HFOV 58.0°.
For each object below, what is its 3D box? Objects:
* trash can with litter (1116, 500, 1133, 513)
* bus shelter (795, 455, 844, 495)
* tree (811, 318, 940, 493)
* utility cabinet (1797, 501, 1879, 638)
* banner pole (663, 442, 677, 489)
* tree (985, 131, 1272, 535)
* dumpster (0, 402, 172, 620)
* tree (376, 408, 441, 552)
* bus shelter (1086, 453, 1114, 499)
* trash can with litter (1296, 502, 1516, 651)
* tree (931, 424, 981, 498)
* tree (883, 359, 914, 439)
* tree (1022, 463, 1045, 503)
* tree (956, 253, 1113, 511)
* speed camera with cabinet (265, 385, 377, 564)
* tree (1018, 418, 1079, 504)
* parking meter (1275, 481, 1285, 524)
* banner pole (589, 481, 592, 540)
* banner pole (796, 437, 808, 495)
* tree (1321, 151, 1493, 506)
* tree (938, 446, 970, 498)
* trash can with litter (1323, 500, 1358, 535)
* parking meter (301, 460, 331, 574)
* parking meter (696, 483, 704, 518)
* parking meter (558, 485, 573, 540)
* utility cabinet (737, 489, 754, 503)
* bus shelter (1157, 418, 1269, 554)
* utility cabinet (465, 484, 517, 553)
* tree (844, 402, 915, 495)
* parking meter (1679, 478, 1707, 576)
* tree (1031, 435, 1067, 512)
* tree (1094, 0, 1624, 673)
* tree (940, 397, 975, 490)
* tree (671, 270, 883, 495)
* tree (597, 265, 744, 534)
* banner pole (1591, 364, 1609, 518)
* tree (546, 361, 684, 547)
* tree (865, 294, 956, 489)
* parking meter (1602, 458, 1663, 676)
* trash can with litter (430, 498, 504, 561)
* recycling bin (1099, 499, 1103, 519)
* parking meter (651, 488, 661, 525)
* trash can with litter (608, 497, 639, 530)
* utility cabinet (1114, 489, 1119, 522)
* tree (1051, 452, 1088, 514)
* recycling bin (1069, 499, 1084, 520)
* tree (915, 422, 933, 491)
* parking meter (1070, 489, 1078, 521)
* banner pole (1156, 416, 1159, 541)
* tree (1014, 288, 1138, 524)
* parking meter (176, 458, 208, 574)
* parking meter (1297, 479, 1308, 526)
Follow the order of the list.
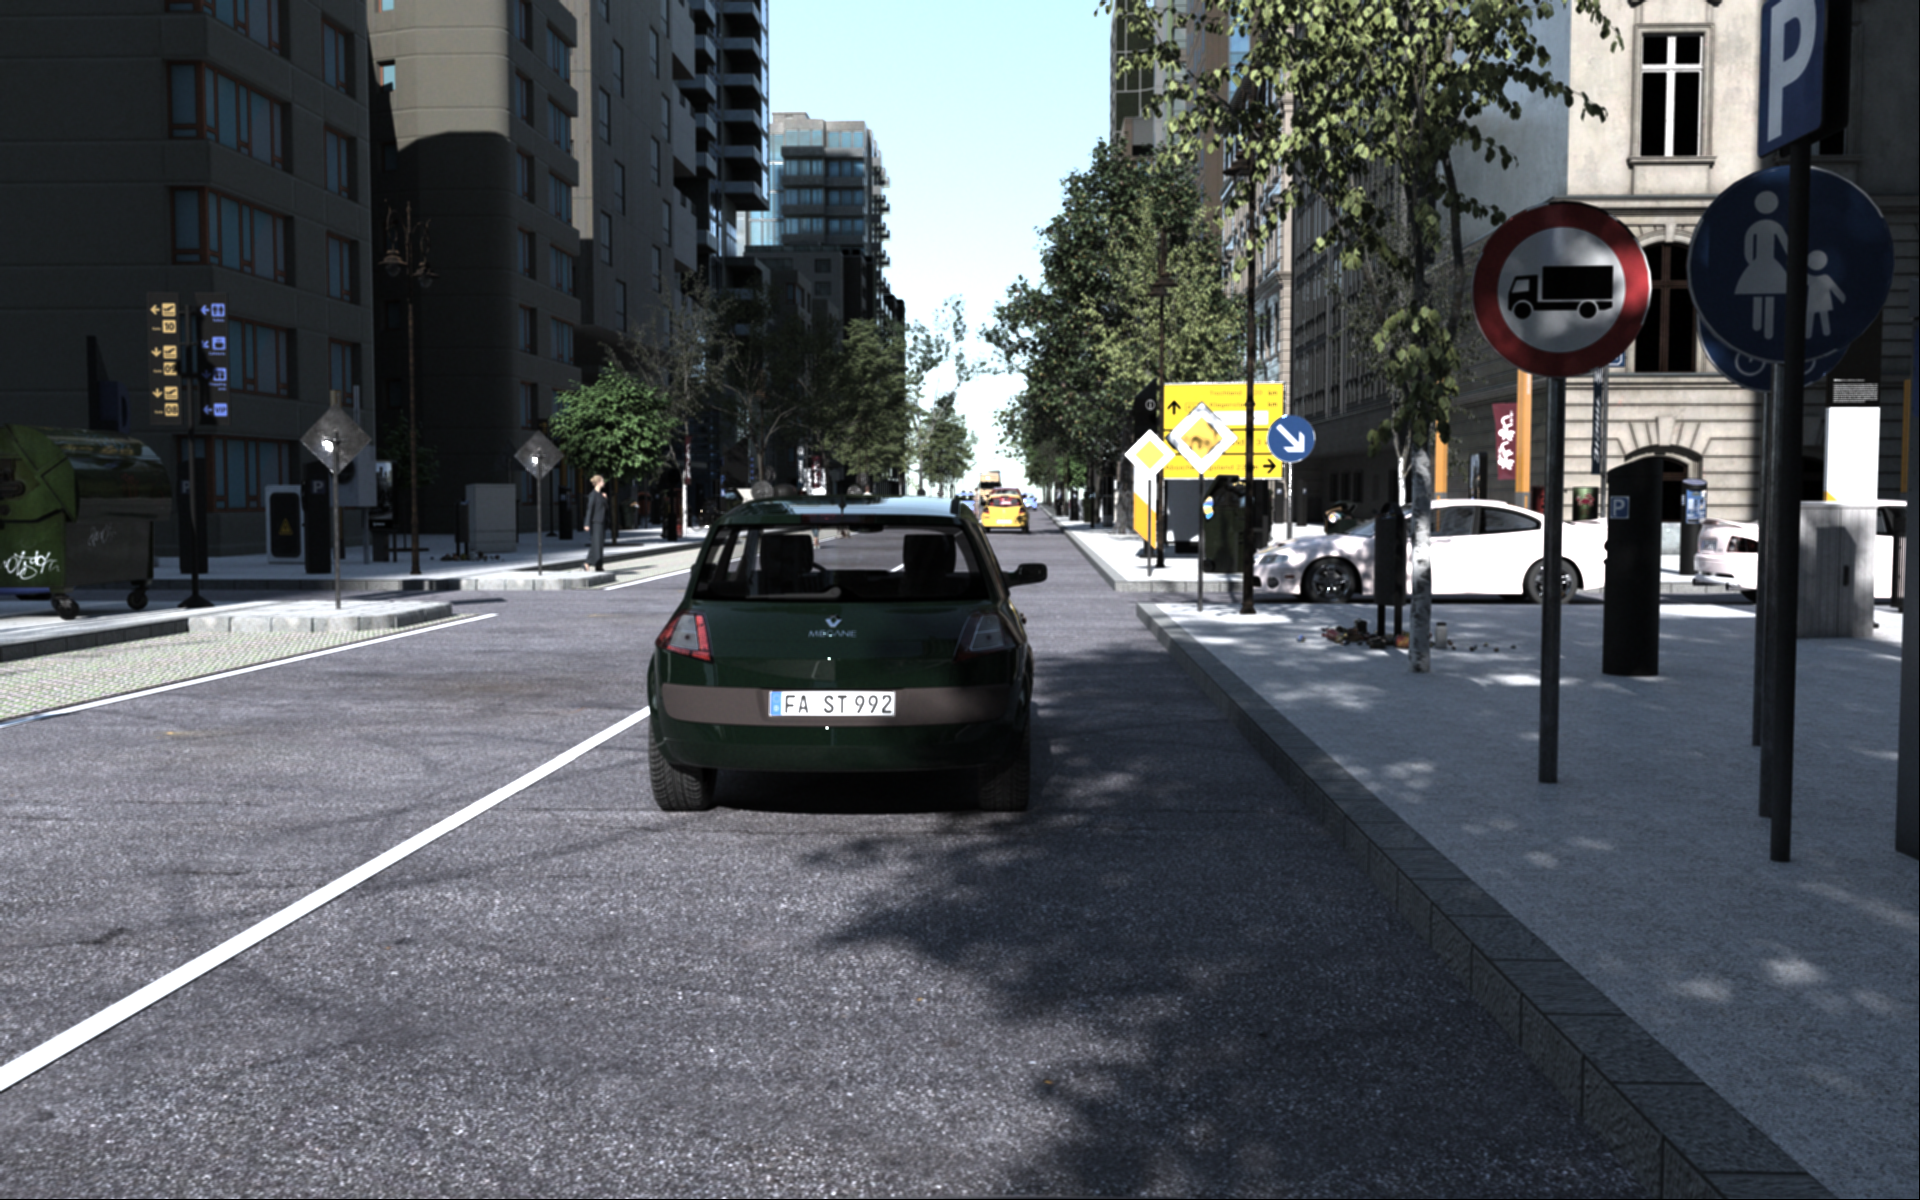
[{"bbox_3d":[6.583,-3.489,68.425,0.624,1.170,1.055,1,4,19],"label":"trash can with litter"},{"bbox_3d":[-7.538,-6.069,93.155,2.014,3.302,5.546,0,4,2],"label":"bus shelter"},{"bbox_3d":[-6.045,-11.871,112.219,7.486,12.596,7.792,0,3,0],"label":"tree"},{"bbox_3d":[7.699,-0.268,15.552,1.020,1.237,0.306,-1,4,-13],"label":"utility cabinet"},{"bbox_3d":[-13.861,-5.697,83.164,0.863,3.779,0.401,1,4,15],"label":"banner pole"},{"bbox_3d":[5.375,-8.437,54.945,9.611,12.733,9.660,0,3,0],"label":"tree"},{"bbox_3d":[-9.535,-0.968,18.326,1.502,2.255,1.985,0,4,2],"label":"dumpster"},{"bbox_3d":[-12.625,-2.711,38.927,1.663,3.219,1.824,0,3,0],"label":"tree"},{"bbox_3d":[7.523,-6.335,94.852,1.731,3.624,6.357,0,4,2],"label":"bus shelter"},{"bbox_3d":[3.753,-0.249,15.134,1.678,1.210,2.233,0,4,-2],"label":"trash can with litter"},{"bbox_3d":[-1.119,-19.546,245.336,9.928,11.665,9.643,0,3,0],"label":"tree"},{"bbox_3d":[-6.484,-9.248,85.625,8.767,10.594,7.601,0,4,-8],"label":"tree"},{"bbox_3d":[12.693,-20.522,253.656,7.486,12.596,7.792,0,3,0],"label":"tree"},{"bbox_3d":[6.973,-16.888,132.008,12.611,20.169,13.585,0,3,0],"label":"tree"},{"bbox_3d":[-11.703,-2.283,31.669,2.038,3.252,0.660,1,4,18],"label":"speed camera with cabinet"},{"bbox_3d":[12.590,-19.410,243.104,9.928,11.665,9.643,0,3,0],"label":"tree"},{"bbox_3d":[13.876,-4.247,75.155,0.399,1.863,0.255,1,4,17],"label":"parking meter"},{"bbox_3d":[-10.258,-3.575,48.466,0.401,3.779,0.863,-2,4,-28],"label":"banner pole"},{"bbox_3d":[-6.924,-5.290,76.511,0.863,3.779,0.401,3,5,41],"label":"banner pole"},{"bbox_3d":[9.521,-5.285,36.767,4.360,8.622,3.978,0,3,0],"label":"tree"},{"bbox_3d":[-0.608,-18.497,252.785,4.360,8.622,3.978,0,3,0],"label":"tree"},{"bbox_3d":[6.552,-1.173,30.564,0.624,1.170,1.055,-1,4,-17],"label":"trash can with litter"},{"bbox_3d":[-10.385,-1.359,27.925,0.399,1.863,0.255,-2,4,-34],"label":"parking meter"},{"bbox_3d":[-13.854,-5.296,92.293,0.399,1.863,0.255,-3,5,-45],"label":"parking meter"},{"bbox_3d":[-11.116,-2.471,48.813,0.372,1.533,0.369,0,3,0],"label":"parking meter"},{"bbox_3d":[-8.572,-3.668,68.651,1.173,1.500,0.318,0,4,-6],"label":"utility cabinet"},{"bbox_3d":[5.108,-2.508,34.926,2.014,3.302,5.546,0,4,2],"label":"bus shelter"},{"bbox_3d":[-10.190,-1.770,37.622,0.318,1.500,1.173,2,4,32],"label":"utility cabinet"},{"bbox_3d":[-6.118,-10.410,120.568,4.737,8.622,4.395,0,3,0],"label":"tree"},{"bbox_3d":[11.605,-1.162,27.408,0.372,1.533,0.369,0,3,0],"label":"parking meter"},{"bbox_3d":[6.944,-10.518,122.335,4.360,8.622,3.978,0,3,0],"label":"tree"},{"bbox_3d":[3.081,-3.784,12.231,4.737,8.622,4.395,0,3,0],"label":"tree"},{"bbox_3d":[-2.101,-17.376,202.228,7.486,12.596,7.792,0,3,0],"label":"tree"},{"bbox_3d":[-8.087,-8.390,71.587,8.767,10.594,7.601,0,4,3],"label":"tree"},{"bbox_3d":[-9.018,-6.407,55.118,4.360,8.622,3.978,0,3,0],"label":"tree"},{"bbox_3d":[10.013,-2.269,27.108,0.401,3.779,0.863,3,4,37],"label":"banner pole"},{"bbox_3d":[-8.517,-3.622,42.934,4.285,4.588,4.351,0,3,0],"label":"tree"},{"bbox_3d":[-2.469,-18.794,163.171,12.611,20.169,13.585,0,3,0],"label":"tree"},{"bbox_3d":[4.785,-0.239,12.321,0.372,1.533,0.369,0,3,0],"label":"parking meter"},{"bbox_3d":[-9.557,-1.405,34.033,1.678,1.210,2.233,0,4,2],"label":"trash can with litter"},{"bbox_3d":[7.105,-4.629,88.244,0.722,1.027,0.722,-3,5,-41],"label":"recycling bin"},{"bbox_3d":[-12.801,-3.948,72.953,0.372,1.533,0.369,0,3,0],"label":"parking meter"},{"bbox_3d":[-11.945,-3.063,61.463,0.624,1.170,1.055,2,4,34],"label":"trash can with litter"},{"bbox_3d":[7.451,-4.321,79.320,0.318,1.500,1.173,2,4,31],"label":"utility cabinet"},{"bbox_3d":[7.572,-7.893,112.767,4.285,4.588,4.351,0,3,0],"label":"tree"},{"bbox_3d":[5.743,-4.413,84.699,0.722,1.027,0.722,-1,4,-9],"label":"recycling bin"},{"bbox_3d":[-4.392,-11.160,132.826,4.737,8.622,4.395,0,3,0],"label":"tree"},{"bbox_3d":[5.463,-4.545,82.728,0.372,1.533,0.369,0,3,0],"label":"parking meter"},{"bbox_3d":[5.422,-3.518,47.536,0.401,3.779,0.863,-2,4,-26],"label":"banner pole"},{"bbox_3d":[6.106,-8.577,74.643,7.601,10.594,8.767,3,5,43],"label":"tree"},{"bbox_3d":[-12.376,-1.357,27.906,0.399,1.863,0.255,1,4,13],"label":"parking meter"},{"bbox_3d":[13.633,-3.872,69.010,0.399,1.863,0.255,-3,5,-39],"label":"parking meter"}]
